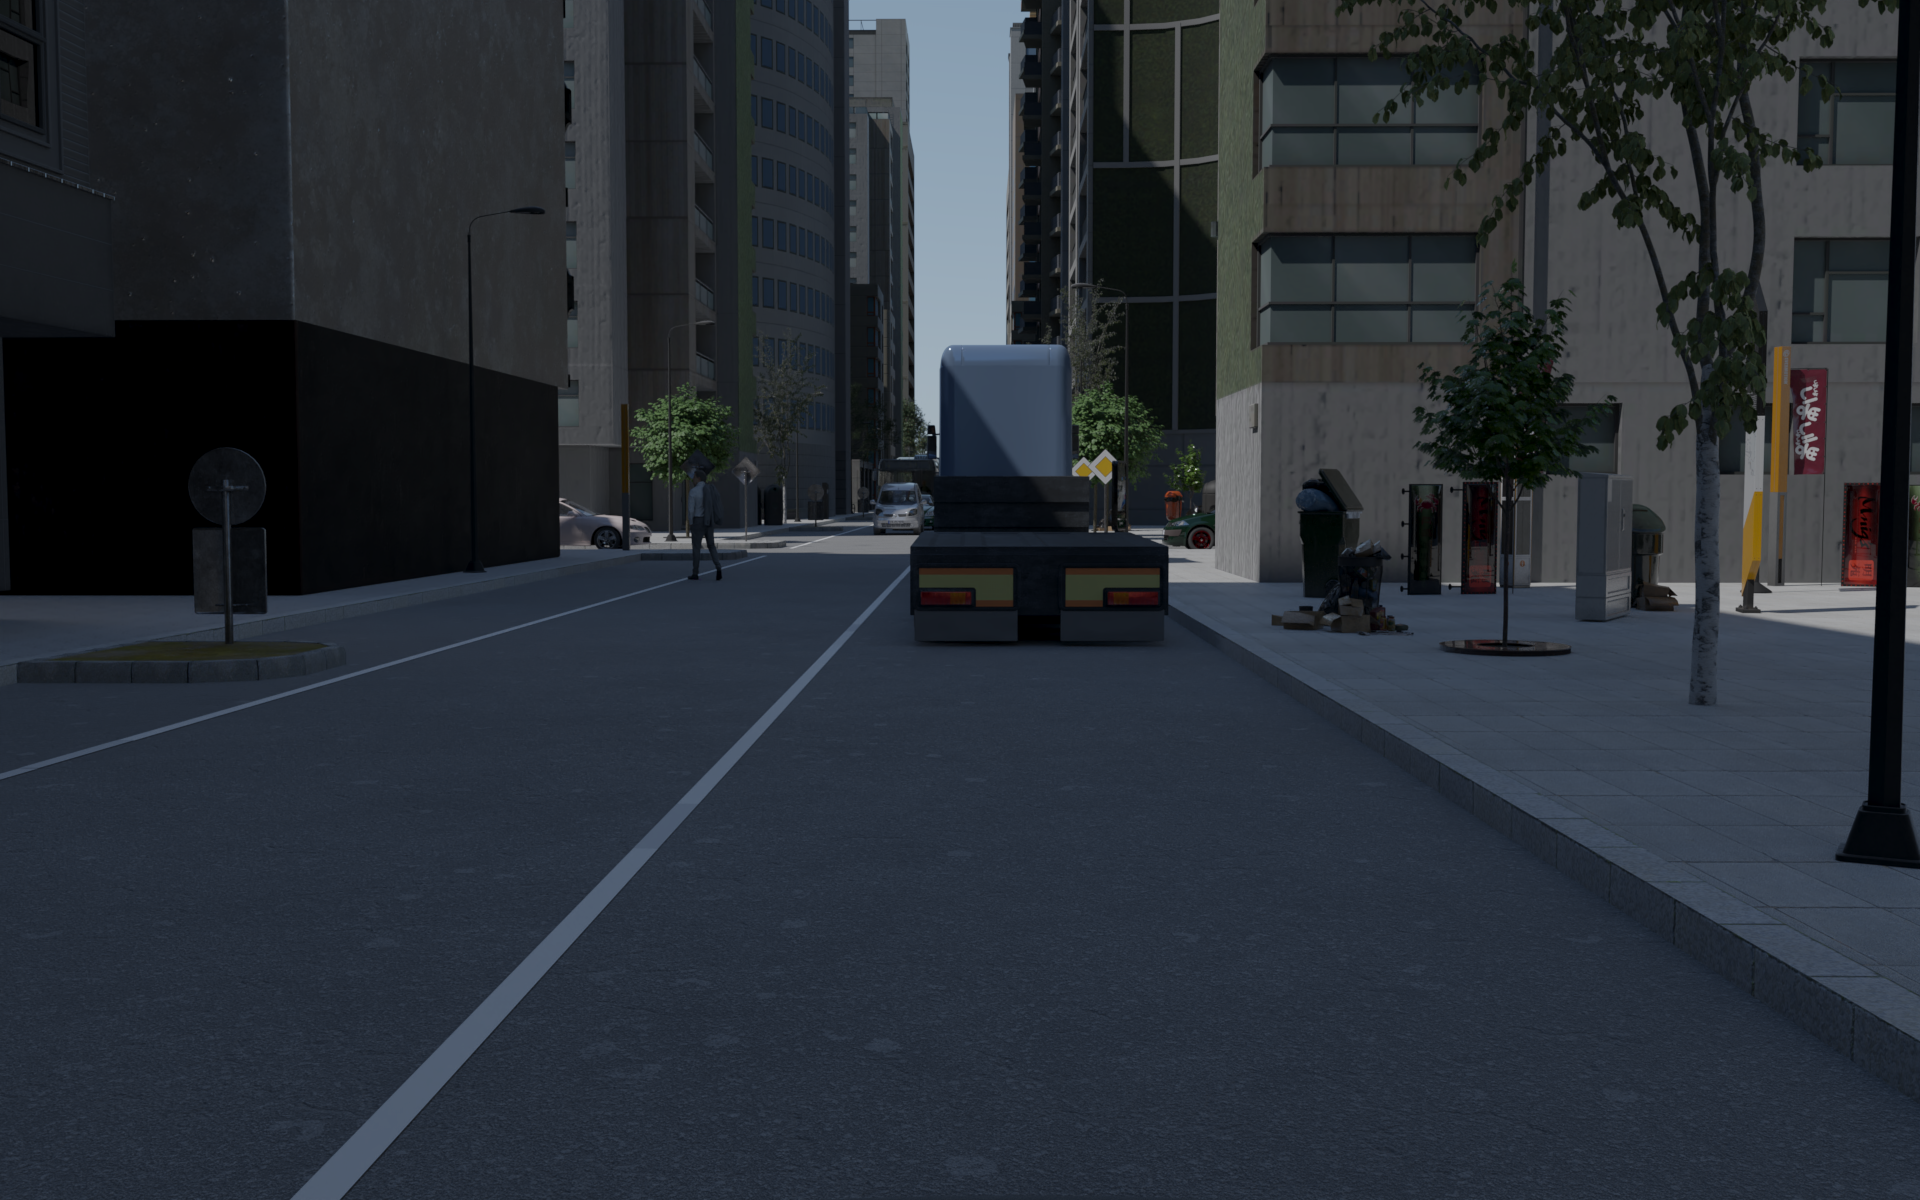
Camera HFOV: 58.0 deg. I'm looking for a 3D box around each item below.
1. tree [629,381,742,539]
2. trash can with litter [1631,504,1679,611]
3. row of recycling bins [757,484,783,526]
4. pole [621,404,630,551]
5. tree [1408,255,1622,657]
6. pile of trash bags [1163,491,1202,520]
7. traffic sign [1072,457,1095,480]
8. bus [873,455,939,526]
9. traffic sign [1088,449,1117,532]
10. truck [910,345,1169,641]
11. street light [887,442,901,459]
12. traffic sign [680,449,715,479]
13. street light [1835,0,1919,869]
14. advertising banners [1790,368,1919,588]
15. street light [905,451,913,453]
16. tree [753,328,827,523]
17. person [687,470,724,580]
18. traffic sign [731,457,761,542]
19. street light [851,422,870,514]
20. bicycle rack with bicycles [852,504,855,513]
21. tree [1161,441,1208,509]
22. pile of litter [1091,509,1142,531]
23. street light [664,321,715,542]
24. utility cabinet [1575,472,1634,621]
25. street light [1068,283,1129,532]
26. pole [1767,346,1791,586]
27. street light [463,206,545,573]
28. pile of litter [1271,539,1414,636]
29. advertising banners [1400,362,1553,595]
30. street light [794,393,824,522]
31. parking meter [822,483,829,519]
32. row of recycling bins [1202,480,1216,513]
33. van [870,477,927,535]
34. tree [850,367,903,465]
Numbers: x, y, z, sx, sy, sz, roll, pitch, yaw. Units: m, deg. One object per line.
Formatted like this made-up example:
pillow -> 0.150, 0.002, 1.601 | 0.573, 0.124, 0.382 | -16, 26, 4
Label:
tree -> -8.041, -4.086, 50.512 | 4.285, 4.588, 4.351 | 0, 3, 0
trash can with litter -> 7.722, -0.488, 19.365 | 0.624, 1.170, 1.055 | 0, 4, -4
row of recycling bins -> -8.998, -3.909, 71.029 | 3.534, 1.692, 1.069 | 0, 4, 5
pole -> -7.592, -2.782, 39.322 | 0.158, 3.312, 0.155 | 0, 3, 0
tree -> 4.588, -1.193, 14.103 | 1.663, 3.219, 1.824 | 0, 3, 0
pile of trash bags -> 7.877, -2.796, 55.464 | 3.447, 1.369, 1.912 | -3, 4, -37
traffic sign -> 3.324, -2.626, 46.577 | 0.795, 2.450, 0.064 | 0, 4, 1
bus -> -2.225, -5.306, 81.618 | 2.948, 3.499, 13.247 | 0, 4, 1
traffic sign -> 3.235, -2.138, 38.592 | 0.795, 2.450, 0.064 | 0, 4, 1
truck -> 0.793, -2.183, 25.458 | 2.967, 4.110, 18.799 | 0, 4, 0
street light -> -5.984, -11.198, 155.635 | 1.470, 5.913, 1.316 | 0, 4, 1
traffic sign -> -5.858, -2.145, 38.714 | 0.795, 2.450, 0.064 | 0, 4, 1
street light -> 2.707, -2.042, 5.931 | 1.470, 5.913, 1.316 | 0, 4, 1
advertising banners -> 12.495, -1.694, 23.883 | 2.074, 3.025, 0.090 | 1, 4, 20
street light -> -5.708, -13.178, 188.005 | 1.470, 5.913, 1.316 | 0, 4, 1
tree -> -7.921, -7.672, 75.802 | 4.360, 8.622, 3.978 | 0, 3, 0
person -> -4.234, -1.238, 28.836 | 0.679, 1.850, 0.850 | -3, 5, -42
traffic sign -> -5.769, -2.633, 46.699 | 0.795, 2.450, 0.064 | 0, 4, 1
street light -> -6.478, -8.517, 111.793 | 1.470, 5.913, 1.316 | 0, 4, 1
bicycle rack with bicycles -> -8.034, -6.207, 114.867 | 2.852, 0.926, 2.925 | 3, 5, 43
tree -> 8.156, -4.041, 60.672 | 1.663, 3.219, 1.824 | 0, 3, 0
pile of litter -> 5.446, -2.823, 60.122 | 1.719, 0.858, 1.176 | 1, 4, 15
street light -> -7.258, -4.529, 46.585 | 1.470, 5.913, 1.316 | 0, 4, 1
utility cabinet -> 6.640, -0.558, 17.801 | 0.318, 1.500, 1.173 | 2, 4, 33
street light -> 3.141, -4.022, 38.299 | 1.470, 5.913, 1.316 | 0, 4, 1
pole -> 11.389, -1.849, 24.075 | 0.158, 3.312, 0.155 | 0, 3, 0
street light -> -7.393, -3.400, 28.131 | 1.470, 5.913, 1.316 | 0, 4, 1
pile of litter -> 3.614, -0.151, 16.429 | 1.176, 0.858, 1.719 | 0, 4, -6
advertising banners -> 6.615, -1.585, 22.096 | 2.074, 3.025, 0.090 | -1, 4, -12
street light -> -6.917, -6.533, 79.362 | 1.470, 5.913, 1.316 | 0, 4, 1
parking meter -> -6.834, -5.033, 87.997 | 0.255, 1.863, 0.399 | 1, 4, 14
row of recycling bins -> 8.525, -2.741, 51.933 | 1.069, 1.692, 3.534 | 3, 5, 43
van -> -2.163, -3.343, 61.676 | 2.013, 2.044, 4.112 | 0, 4, 1
tree -> -8.067, -11.212, 117.721 | 8.767, 10.594, 7.601 | 0, 4, -6
